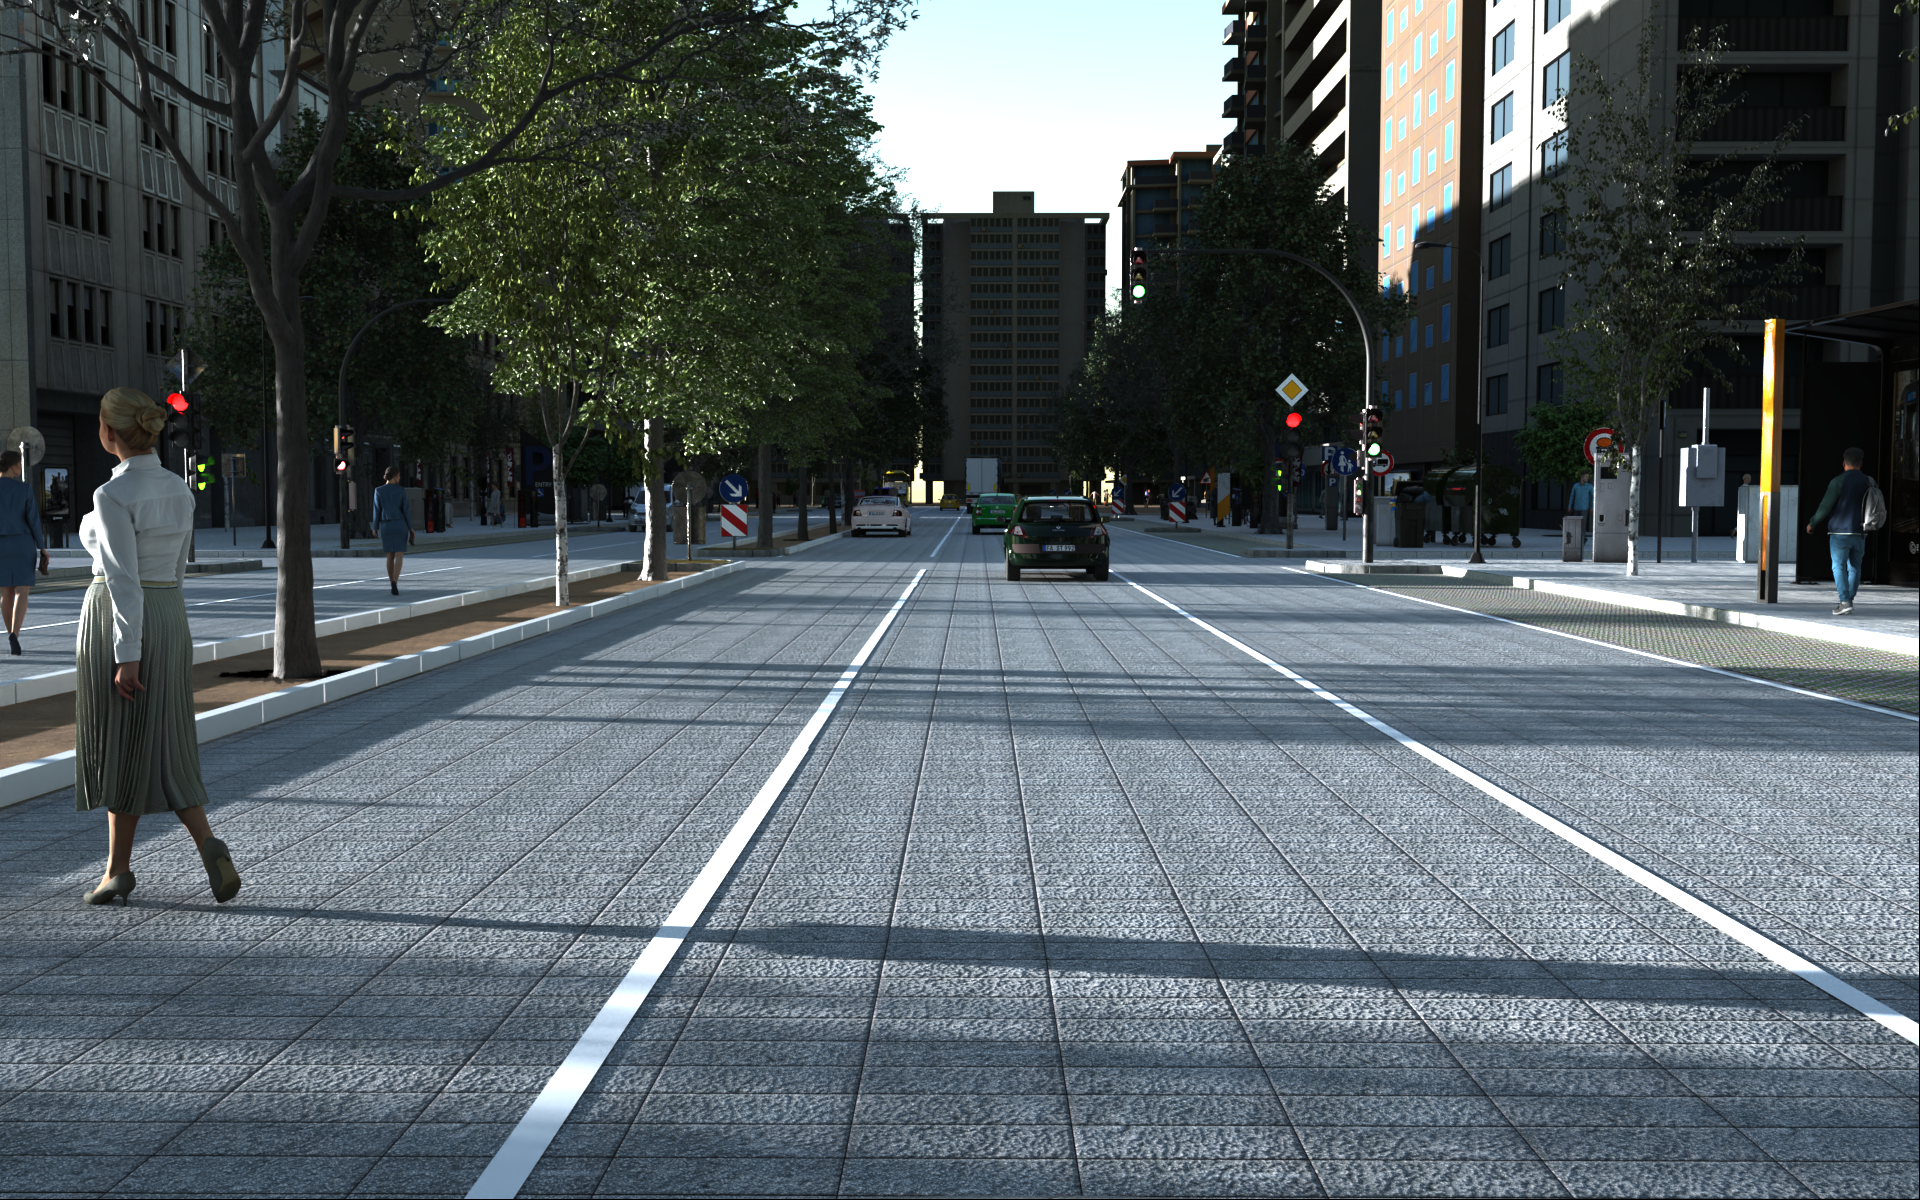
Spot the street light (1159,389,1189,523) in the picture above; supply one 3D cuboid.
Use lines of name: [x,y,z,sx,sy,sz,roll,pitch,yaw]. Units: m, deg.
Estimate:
street light: [9.440,-6.348,76.338,1.470,5.913,1.316,0,4,1]

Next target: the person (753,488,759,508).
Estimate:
person: [-18.088,-9.059,154.089,0.705,1.831,1.348,1,4,19]

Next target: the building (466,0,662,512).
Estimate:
building: [-37.831,-32.074,148.105,21.300,48.544,21.600,0,4,1]

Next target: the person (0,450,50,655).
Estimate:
person: [-8.527,-0.428,15.526,0.581,1.822,0.654,0,4,-8]

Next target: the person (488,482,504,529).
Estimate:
person: [-16.995,-3.461,63.389,0.466,1.731,0.760,1,4,11]

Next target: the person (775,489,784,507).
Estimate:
person: [-18.747,-10.557,178.667,1.348,1.823,0.705,1,4,14]

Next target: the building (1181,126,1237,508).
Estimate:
building: [38.213,-29.057,166.969,32.217,40.220,23.993,0,4,1]

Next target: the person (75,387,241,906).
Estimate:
person: [-2.787,0.167,5.998,0.641,1.798,0.478,2,4,25]

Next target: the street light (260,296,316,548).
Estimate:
street light: [-15.820,-4.175,40.806,1.470,5.913,1.316,0,4,1]

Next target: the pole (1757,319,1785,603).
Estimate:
pole: [9.508,-1.618,20.303,0.158,3.312,0.155,0,3,0]

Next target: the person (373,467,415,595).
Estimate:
person: [-8.095,-0.987,24.668,0.581,1.822,0.654,0,4,1]

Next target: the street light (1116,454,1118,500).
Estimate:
street light: [9.874,-8.698,114.751,1.470,5.913,1.316,0,4,1]

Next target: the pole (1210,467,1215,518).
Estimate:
pole: [13.295,-5.956,91.227,0.158,3.312,0.155,0,3,0]

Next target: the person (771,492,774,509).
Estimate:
person: [-16.292,-8.594,149.785,0.421,1.427,0.697,-1,4,-9]

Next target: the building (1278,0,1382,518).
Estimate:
building: [31.574,-29.313,102.968,21.300,48.544,21.600,0,4,1]

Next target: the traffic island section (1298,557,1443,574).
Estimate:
traffic island section: [7.637,-0.619,32.405,2.009,0.180,2.903,0,4,1]

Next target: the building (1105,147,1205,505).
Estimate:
building: [33.234,-34.567,219.799,28.867,44.769,22.147,0,4,1]

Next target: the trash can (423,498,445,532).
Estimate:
trash can: [-18.019,-2.913,59.278,0.748,1.137,0.748,0,3,0]

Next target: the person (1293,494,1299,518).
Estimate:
person: [17.647,-4.984,91.810,0.640,1.303,0.475,-2,4,-29]

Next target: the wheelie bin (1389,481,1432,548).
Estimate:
wheelie bin: [10.821,-2.056,41.521,0.980,1.594,0.693,0,4,-2]

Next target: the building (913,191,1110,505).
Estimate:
building: [6.850,-32.609,225.033,23.993,40.220,32.217,0,4,1]

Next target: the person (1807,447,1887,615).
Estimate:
person: [9.526,-0.744,18.548,0.623,1.781,0.721,-1,4,-15]

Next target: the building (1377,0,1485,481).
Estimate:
building: [27.374,-26.125,77.253,14.600,45.320,14.200,0,4,1]

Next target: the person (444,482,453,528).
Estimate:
person: [-19.491,-3.636,66.046,0.362,1.759,0.519,0,4,2]

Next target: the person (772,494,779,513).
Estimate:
person: [-13.713,-7.120,128.166,0.557,1.426,1.065,-2,4,-34]

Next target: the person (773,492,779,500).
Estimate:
person: [-17.078,-9.127,158.532,1.065,1.426,0.557,-1,4,-19]

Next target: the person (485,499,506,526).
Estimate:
person: [-18.333,-3.493,68.657,0.738,1.151,1.012,-3,4,-37]

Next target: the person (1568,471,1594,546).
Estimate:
person: [15.402,-2.252,42.729,0.748,1.841,0.638,-3,5,-39]

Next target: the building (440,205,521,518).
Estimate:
building: [-32.188,-14.329,98.900,10.561,19.102,19.286,0,4,1]

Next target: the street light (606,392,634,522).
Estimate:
street light: [-15.526,-6.525,79.220,1.470,5.913,1.316,0,4,1]

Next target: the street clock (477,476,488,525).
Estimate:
street clock: [-19.506,-4.057,70.901,0.358,2.002,0.471,2,4,24]

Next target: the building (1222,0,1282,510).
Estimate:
building: [32.933,-29.684,139.952,22.147,44.769,28.867,0,4,1]

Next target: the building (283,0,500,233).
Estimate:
building: [-58.969,-33.406,169.890,21.600,48.544,21.300,0,4,1]

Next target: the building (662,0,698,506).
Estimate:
building: [-37.064,-44.679,168.760,20.611,71.187,20.563,0,4,1]

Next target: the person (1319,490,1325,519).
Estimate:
person: [19.024,-5.127,90.144,0.678,1.792,0.850,-3,5,-44]

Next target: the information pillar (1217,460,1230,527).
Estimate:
information pillar: [10.230,-4.641,67.230,0.504,3.616,0.183,1,4,8]

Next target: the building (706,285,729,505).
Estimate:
building: [-40.715,-36.498,220.449,21.600,48.544,21.300,0,4,1]

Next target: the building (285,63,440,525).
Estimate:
building: [-31.549,-14.125,80.095,9.793,20.994,18.267,0,4,1]

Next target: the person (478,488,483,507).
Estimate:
person: [-26.352,-5.451,95.374,0.606,1.804,0.583,3,4,38]

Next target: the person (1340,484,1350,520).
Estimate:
person: [18.798,-4.783,84.419,0.419,1.800,0.721,0,4,1]

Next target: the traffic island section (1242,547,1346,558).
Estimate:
traffic island section: [7.711,-1.108,40.390,2.009,0.180,2.903,0,4,1]

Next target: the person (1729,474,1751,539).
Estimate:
person: [21.874,-2.592,48.299,0.818,1.842,0.514,1,4,11]

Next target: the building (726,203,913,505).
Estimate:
building: [-17.849,-32.638,225.515,23.993,40.220,32.217,0,4,1]

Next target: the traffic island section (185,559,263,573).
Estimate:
traffic island section: [-14.503,-0.632,32.614,2.009,0.180,2.903,0,4,1]

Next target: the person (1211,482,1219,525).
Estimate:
person: [10.621,-3.969,71.350,0.576,1.772,0.534,0,4,-7]

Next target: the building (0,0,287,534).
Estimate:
building: [-33.556,-14.857,60.932,12.078,24.808,19.932,0,4,1]

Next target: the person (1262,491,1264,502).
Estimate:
person: [15.721,-5.071,88.920,0.822,1.834,0.622,-2,4,-34]

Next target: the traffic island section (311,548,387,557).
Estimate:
traffic island section: [-14.430,-1.120,40.599,2.009,0.180,2.903,0,4,1]

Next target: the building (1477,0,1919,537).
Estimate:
building: [31.391,-37.986,59.322,20.611,71.187,20.563,0,4,1]

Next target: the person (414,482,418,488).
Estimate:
person: [-25.605,-4.614,81.330,0.661,1.843,0.795,1,4,10]

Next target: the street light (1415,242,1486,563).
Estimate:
street light: [9.082,-3.640,32.059,1.470,5.913,1.316,0,4,1]
